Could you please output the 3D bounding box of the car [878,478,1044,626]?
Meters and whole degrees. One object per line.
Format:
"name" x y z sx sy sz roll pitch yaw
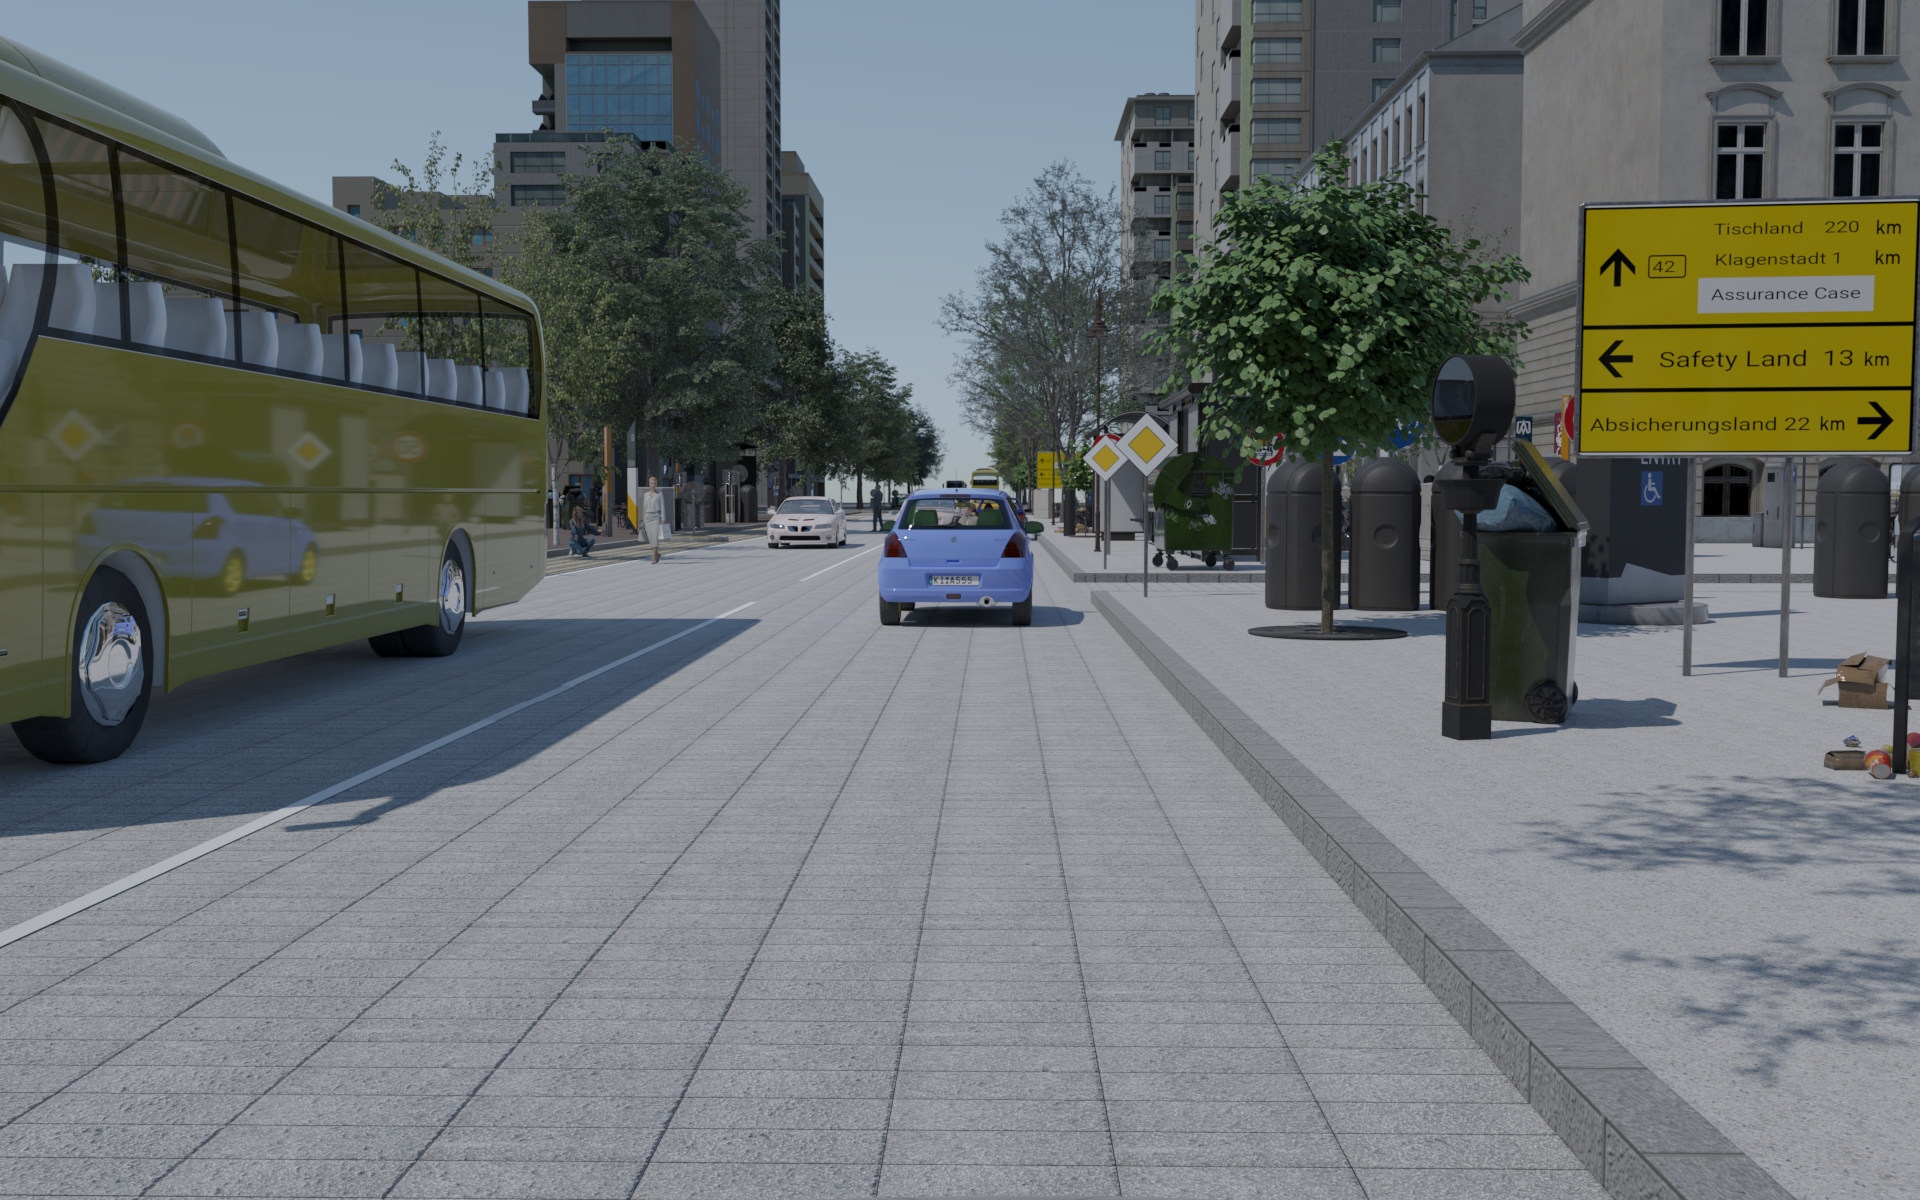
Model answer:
"car" 0.013 -0.649 20.199 1.945 1.707 3.694 0 4 2

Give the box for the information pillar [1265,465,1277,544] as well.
"information pillar" 7.464 -3.064 41.449 0.504 3.616 0.183 2 4 26

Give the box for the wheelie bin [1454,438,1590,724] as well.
"wheelie bin" 3.212 -0.124 9.929 0.693 1.594 0.980 2 4 25

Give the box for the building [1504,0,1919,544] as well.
"building" 34.862 -14.059 48.955 34.723 24.649 14.460 0 4 1

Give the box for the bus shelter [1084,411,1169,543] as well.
"bus shelter" 4.345 -3.114 44.830 2.014 3.302 5.546 0 4 1

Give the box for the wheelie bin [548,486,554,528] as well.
"wheelie bin" -15.219 -3.482 64.833 0.693 1.594 0.980 -1 4 -23

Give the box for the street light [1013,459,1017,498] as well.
"street light" 6.012 -12.716 180.697 0.468 5.910 1.993 0 4 1

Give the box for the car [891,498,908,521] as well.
"car" -0.729 -1.931 43.928 2.083 1.381 4.827 0 4 0

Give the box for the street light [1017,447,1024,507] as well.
"street light" 5.360 -10.717 148.005 0.468 5.910 1.993 0 4 1

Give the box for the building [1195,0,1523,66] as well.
"building" 33.475 -33.533 137.506 28.713 52.752 27.495 0 4 1

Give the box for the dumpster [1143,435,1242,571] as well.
"dumpster" 3.963 -1.657 29.589 1.502 2.255 1.985 0 4 1

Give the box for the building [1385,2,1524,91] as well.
"building" 23.132 -13.932 76.946 9.793 20.994 18.267 0 4 1

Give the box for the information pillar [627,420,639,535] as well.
"information pillar" -10.386 -3.893 55.005 0.183 3.616 0.504 -3 5 -43

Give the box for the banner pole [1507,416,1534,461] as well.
"banner pole" 15.822 -3.620 49.202 0.863 3.779 0.401 1 4 15

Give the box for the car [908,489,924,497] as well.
"car" -2.363 -6.724 118.615 2.281 1.827 5.304 0 4 3

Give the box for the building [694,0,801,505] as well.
"building" -30.384 -47.321 211.946 20.563 71.187 20.611 0 4 1

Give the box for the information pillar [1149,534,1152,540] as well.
"information pillar" 5.480 -2.677 48.254 0.304 2.012 0.304 -3 5 -45

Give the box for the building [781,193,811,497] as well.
"building" -27.641 -33.427 230.123 14.154 41.232 14.086 0 4 1

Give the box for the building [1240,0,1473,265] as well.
"building" 25.779 -26.524 117.262 14.154 41.232 14.086 0 4 1

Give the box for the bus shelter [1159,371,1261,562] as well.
"bus shelter" 5.450 -3.618 36.792 2.179 5.291 8.768 0 4 1

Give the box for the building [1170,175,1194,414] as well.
"building" 26.179 -23.694 159.104 14.160 30.474 14.107 0 4 1

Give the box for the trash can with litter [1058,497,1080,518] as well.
"trash can with litter" 5.591 -4.736 88.816 1.055 1.170 0.624 -3 4 -37

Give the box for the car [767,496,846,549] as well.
"car" -4.121 -2.125 47.098 2.083 1.381 4.827 0 4 1

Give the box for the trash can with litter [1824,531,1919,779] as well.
"trash can with litter" 4.940 0.183 8.060 2.233 1.210 1.678 -1 4 -23

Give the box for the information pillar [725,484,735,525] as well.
"information pillar" -9.701 -4.193 73.051 0.304 2.012 0.304 1 4 12

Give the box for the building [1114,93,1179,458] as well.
"building" 35.153 -38.893 225.141 28.713 52.752 27.495 0 4 1

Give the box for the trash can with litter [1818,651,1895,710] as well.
"trash can with litter" 5.688 0.069 10.261 1.055 1.170 0.624 2 4 26

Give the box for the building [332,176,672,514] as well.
"building" -36.487 -16.814 119.951 27.650 21.520 28.899 0 4 1

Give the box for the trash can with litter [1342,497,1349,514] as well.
"trash can with litter" 10.679 -2.330 49.159 1.678 1.210 2.233 -2 4 -30

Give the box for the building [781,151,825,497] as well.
"building" -31.066 -38.170 247.785 21.300 48.544 21.600 0 4 1

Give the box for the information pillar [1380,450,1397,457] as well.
"information pillar" 5.506 -1.888 22.229 0.183 3.616 0.504 0 4 -2

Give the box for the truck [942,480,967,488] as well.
"truck" -0.627 -15.376 247.327 3.469 3.379 9.791 0 4 2

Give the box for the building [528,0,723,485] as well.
"building" -29.419 -30.937 155.922 14.600 45.320 14.200 0 4 1

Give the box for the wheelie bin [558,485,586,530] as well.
"wheelie bin" -13.830 -3.310 62.021 0.980 1.594 0.693 -3 5 -41

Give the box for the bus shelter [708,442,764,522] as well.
"bus shelter" -10.465 -5.508 81.343 1.731 3.624 6.357 0 4 1

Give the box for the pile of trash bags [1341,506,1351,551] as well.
"pile of trash bags" 10.180 -1.811 39.357 3.447 1.369 1.912 1 4 14

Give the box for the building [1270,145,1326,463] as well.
"building" 22.922 -15.048 95.187 9.793 20.994 18.267 0 4 1

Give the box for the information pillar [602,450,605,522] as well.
"information pillar" -16.276 -5.370 79.152 0.183 3.616 0.504 -1 4 -15

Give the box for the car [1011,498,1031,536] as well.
"car" 1.267 -2.561 54.454 1.945 1.354 3.894 0 4 2

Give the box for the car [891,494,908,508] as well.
"car" -5.444 -9.389 162.301 1.959 1.807 4.718 0 4 3

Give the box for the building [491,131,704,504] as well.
"building" -29.183 -22.623 141.592 14.160 30.474 14.107 0 4 1
